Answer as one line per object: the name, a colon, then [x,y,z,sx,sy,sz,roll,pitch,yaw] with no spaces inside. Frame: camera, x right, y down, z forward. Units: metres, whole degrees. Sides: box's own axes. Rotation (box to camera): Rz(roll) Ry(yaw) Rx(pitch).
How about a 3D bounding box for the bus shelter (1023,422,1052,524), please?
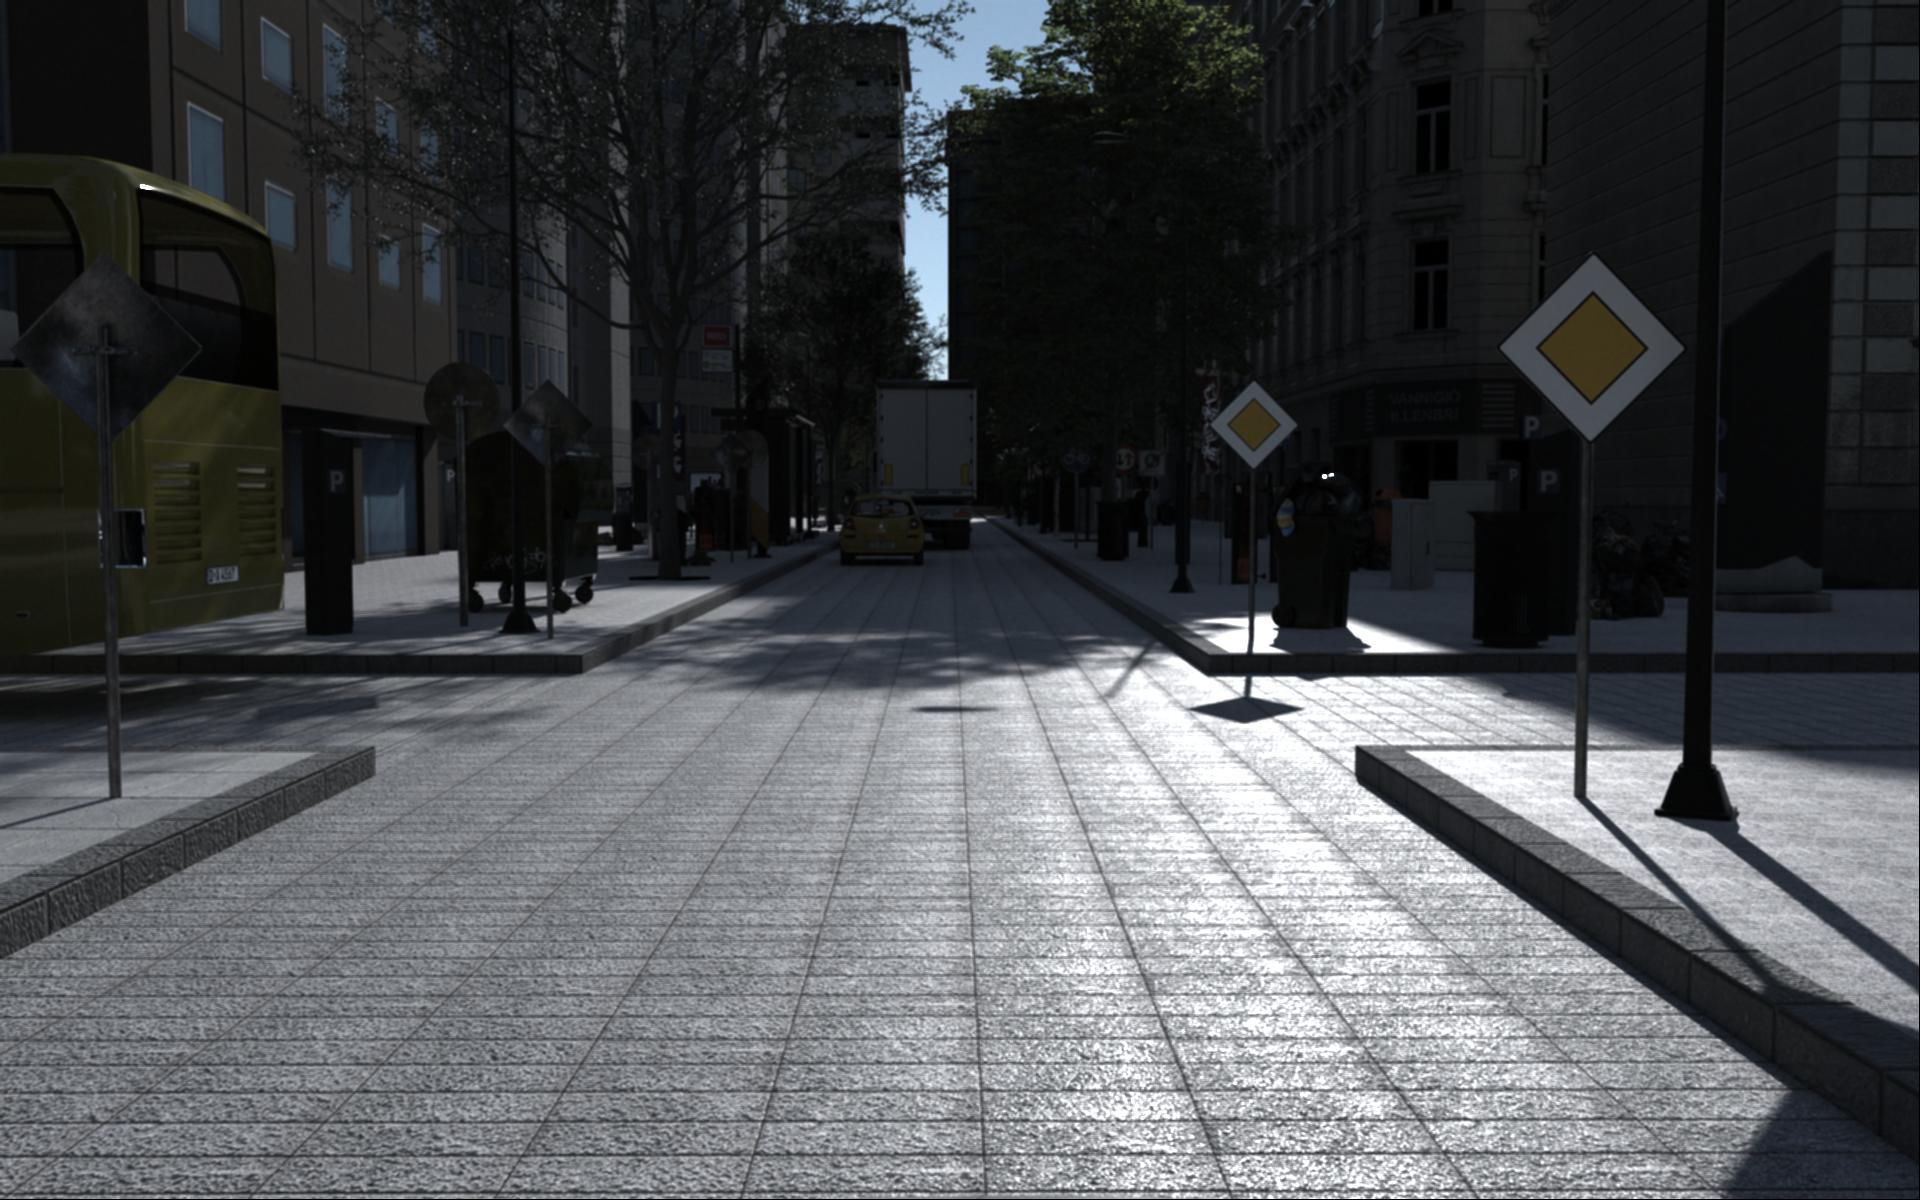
bus shelter: [4.026,-6.181,78.697,2.179,5.291,8.768,0,4,0]

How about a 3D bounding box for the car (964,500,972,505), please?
car: [-0.243,-5.847,105.827,2.015,1.641,3.980,0,4,-1]

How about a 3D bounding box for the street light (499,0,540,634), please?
street light: [-3.540,-2.650,15.863,1.470,5.913,1.316,0,4,0]

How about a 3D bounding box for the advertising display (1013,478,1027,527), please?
advertising display: [2.533,-4.148,73.033,0.123,1.923,0.974,2,4,32]

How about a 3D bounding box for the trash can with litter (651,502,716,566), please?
trash can with litter: [-4.935,-1.193,30.895,1.055,1.170,0.624,-2,4,-35]

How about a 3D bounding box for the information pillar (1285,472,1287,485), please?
information pillar: [10.978,-3.236,57.407,0.304,2.012,0.304,-2,4,-26]

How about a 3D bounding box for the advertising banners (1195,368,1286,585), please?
advertising banners: [4.082,-1.740,24.641,2.074,3.025,0.090,-3,4,-36]

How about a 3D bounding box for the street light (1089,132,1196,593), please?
street light: [2.359,-3.051,22.427,1.470,5.913,1.316,0,4,0]

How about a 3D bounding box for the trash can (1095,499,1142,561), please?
trash can: [2.959,-1.332,33.433,0.748,1.137,0.748,0,3,0]

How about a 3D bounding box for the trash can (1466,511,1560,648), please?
trash can: [4.640,-0.179,14.575,0.748,1.137,0.748,0,3,0]

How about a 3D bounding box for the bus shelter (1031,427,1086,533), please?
bus shelter: [3.453,-4.228,60.411,1.731,3.624,6.357,0,4,0]

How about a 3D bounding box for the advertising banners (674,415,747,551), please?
advertising banners: [-5.665,-2.594,38.604,2.074,3.025,0.090,-3,4,-38]

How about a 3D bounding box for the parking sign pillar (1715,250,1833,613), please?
parking sign pillar: [8.946,-1.882,19.243,1.447,3.967,1.447,-1,4,-17]

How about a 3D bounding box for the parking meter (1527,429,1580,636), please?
parking meter: [5.407,-0.617,15.798,0.255,1.863,0.399,-3,5,-43]

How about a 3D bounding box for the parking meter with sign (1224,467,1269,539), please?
parking meter with sign: [8.489,-3.276,49.816,1.738,3.016,0.543,1,4,23]

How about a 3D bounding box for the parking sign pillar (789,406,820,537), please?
parking sign pillar: [-4.985,-3.911,52.416,1.447,3.967,1.447,-2,4,-26]

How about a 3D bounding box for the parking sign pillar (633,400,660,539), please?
parking sign pillar: [-8.973,-3.773,50.167,1.447,3.967,1.447,1,4,17]

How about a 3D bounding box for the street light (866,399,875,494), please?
street light: [-3.899,-6.736,82.675,1.470,5.913,1.316,0,4,0]

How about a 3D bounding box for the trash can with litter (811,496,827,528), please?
trash can with litter: [-5.621,-3.332,65.528,1.678,1.210,2.233,0,3,0]

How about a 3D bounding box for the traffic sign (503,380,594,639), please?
traffic sign: [-3.618,-0.710,15.247,0.795,2.450,0.064,0,4,0]

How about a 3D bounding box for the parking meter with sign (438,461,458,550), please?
parking meter with sign: [-12.012,-2.683,40.127,1.738,3.016,0.543,3,4,36]

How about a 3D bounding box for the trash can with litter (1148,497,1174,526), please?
trash can with litter: [8.130,-3.584,69.986,1.055,1.170,0.624,1,4,12]

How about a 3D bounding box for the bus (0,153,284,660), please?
bus: [-11.209,-1.239,11.811,12.252,3.916,2.896,0,4,-1]

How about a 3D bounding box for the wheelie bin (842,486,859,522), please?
wheelie bin: [-4.264,-3.663,67.795,0.693,1.594,0.980,0,4,1]

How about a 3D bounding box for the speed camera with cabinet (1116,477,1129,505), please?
speed camera with cabinet: [8.837,-5.860,90.154,2.038,3.252,0.660,-3,5,-44]

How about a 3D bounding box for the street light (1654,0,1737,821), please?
street light: [2.419,-2.095,6.790,1.470,5.913,1.316,0,4,0]

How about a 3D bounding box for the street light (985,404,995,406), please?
street light: [1.982,-7.152,89.477,1.470,5.913,1.316,0,4,0]

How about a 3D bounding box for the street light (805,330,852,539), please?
street light: [-3.758,-4.693,49.269,1.470,5.913,1.316,0,4,0]

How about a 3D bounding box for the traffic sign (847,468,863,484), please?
traffic sign: [-5.132,-5.160,84.469,0.768,2.556,0.104,0,4,1]

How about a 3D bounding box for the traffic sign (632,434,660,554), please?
traffic sign: [-6.605,-2.245,36.805,0.768,2.556,0.104,0,4,6]

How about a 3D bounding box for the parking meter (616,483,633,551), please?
parking meter: [-7.571,-1.875,39.068,0.372,1.533,0.369,0,3,0]

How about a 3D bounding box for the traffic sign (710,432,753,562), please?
traffic sign: [-4.273,-1.910,32.422,0.795,2.450,0.064,0,4,1]

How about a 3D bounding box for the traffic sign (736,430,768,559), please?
traffic sign: [-4.178,-2.091,34.296,0.768,2.556,0.104,1,4,9]

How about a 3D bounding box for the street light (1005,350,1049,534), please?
street light: [2.164,-5.094,55.832,1.470,5.913,1.316,0,4,0]

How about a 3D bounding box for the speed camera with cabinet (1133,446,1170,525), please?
speed camera with cabinet: [7.908,-4.721,71.523,0.660,3.252,2.038,-2,4,-25]

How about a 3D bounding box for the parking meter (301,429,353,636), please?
parking meter: [-5.779,-0.620,15.850,0.255,1.863,0.399,2,4,25]

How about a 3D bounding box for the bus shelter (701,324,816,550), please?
bus shelter: [-5.038,-4.035,43.608,2.179,5.291,8.768,0,4,-1]

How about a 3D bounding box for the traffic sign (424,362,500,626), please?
traffic sign: [-4.815,-1.017,16.737,0.768,2.556,0.104,0,4,7]

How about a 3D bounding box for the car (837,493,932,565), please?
car: [-1.599,-1.592,36.247,2.015,1.641,3.980,0,4,-1]

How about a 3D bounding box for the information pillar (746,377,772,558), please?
information pillar: [-4.060,-2.659,34.828,0.504,3.616,0.183,2,4,27]

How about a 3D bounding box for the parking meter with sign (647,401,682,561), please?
parking meter with sign: [-5.752,-2.271,33.393,0.543,3.016,1.738,-1,4,-17]

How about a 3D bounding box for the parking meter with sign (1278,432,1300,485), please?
parking meter with sign: [8.494,-2.878,43.309,0.543,3.016,1.738,-1,4,-21]

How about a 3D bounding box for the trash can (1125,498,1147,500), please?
trash can: [6.020,-2.908,59.202,0.748,1.137,0.748,0,3,0]

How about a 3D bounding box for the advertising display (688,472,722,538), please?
advertising display: [-7.369,-2.751,50.189,0.974,1.923,0.123,-1,4,-18]

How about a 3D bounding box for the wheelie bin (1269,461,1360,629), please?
wheelie bin: [3.442,-0.539,16.716,0.693,1.594,0.980,3,4,38]

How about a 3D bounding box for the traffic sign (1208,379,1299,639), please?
traffic sign: [2.576,-0.711,15.266,0.795,2.450,0.064,0,4,0]

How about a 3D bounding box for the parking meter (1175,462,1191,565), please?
parking meter: [4.070,-1.586,31.635,0.255,1.863,0.399,0,4,5]

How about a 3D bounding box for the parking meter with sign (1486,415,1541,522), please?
parking meter with sign: [12.210,-2.608,38.899,0.543,3.016,1.738,-2,4,-23]

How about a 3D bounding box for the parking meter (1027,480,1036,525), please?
parking meter: [2.940,-4.013,71.323,0.255,1.863,0.399,2,4,32]

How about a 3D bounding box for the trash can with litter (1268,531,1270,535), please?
trash can with litter: [9.974,-2.667,54.655,1.678,1.210,2.233,-2,4,-33]
